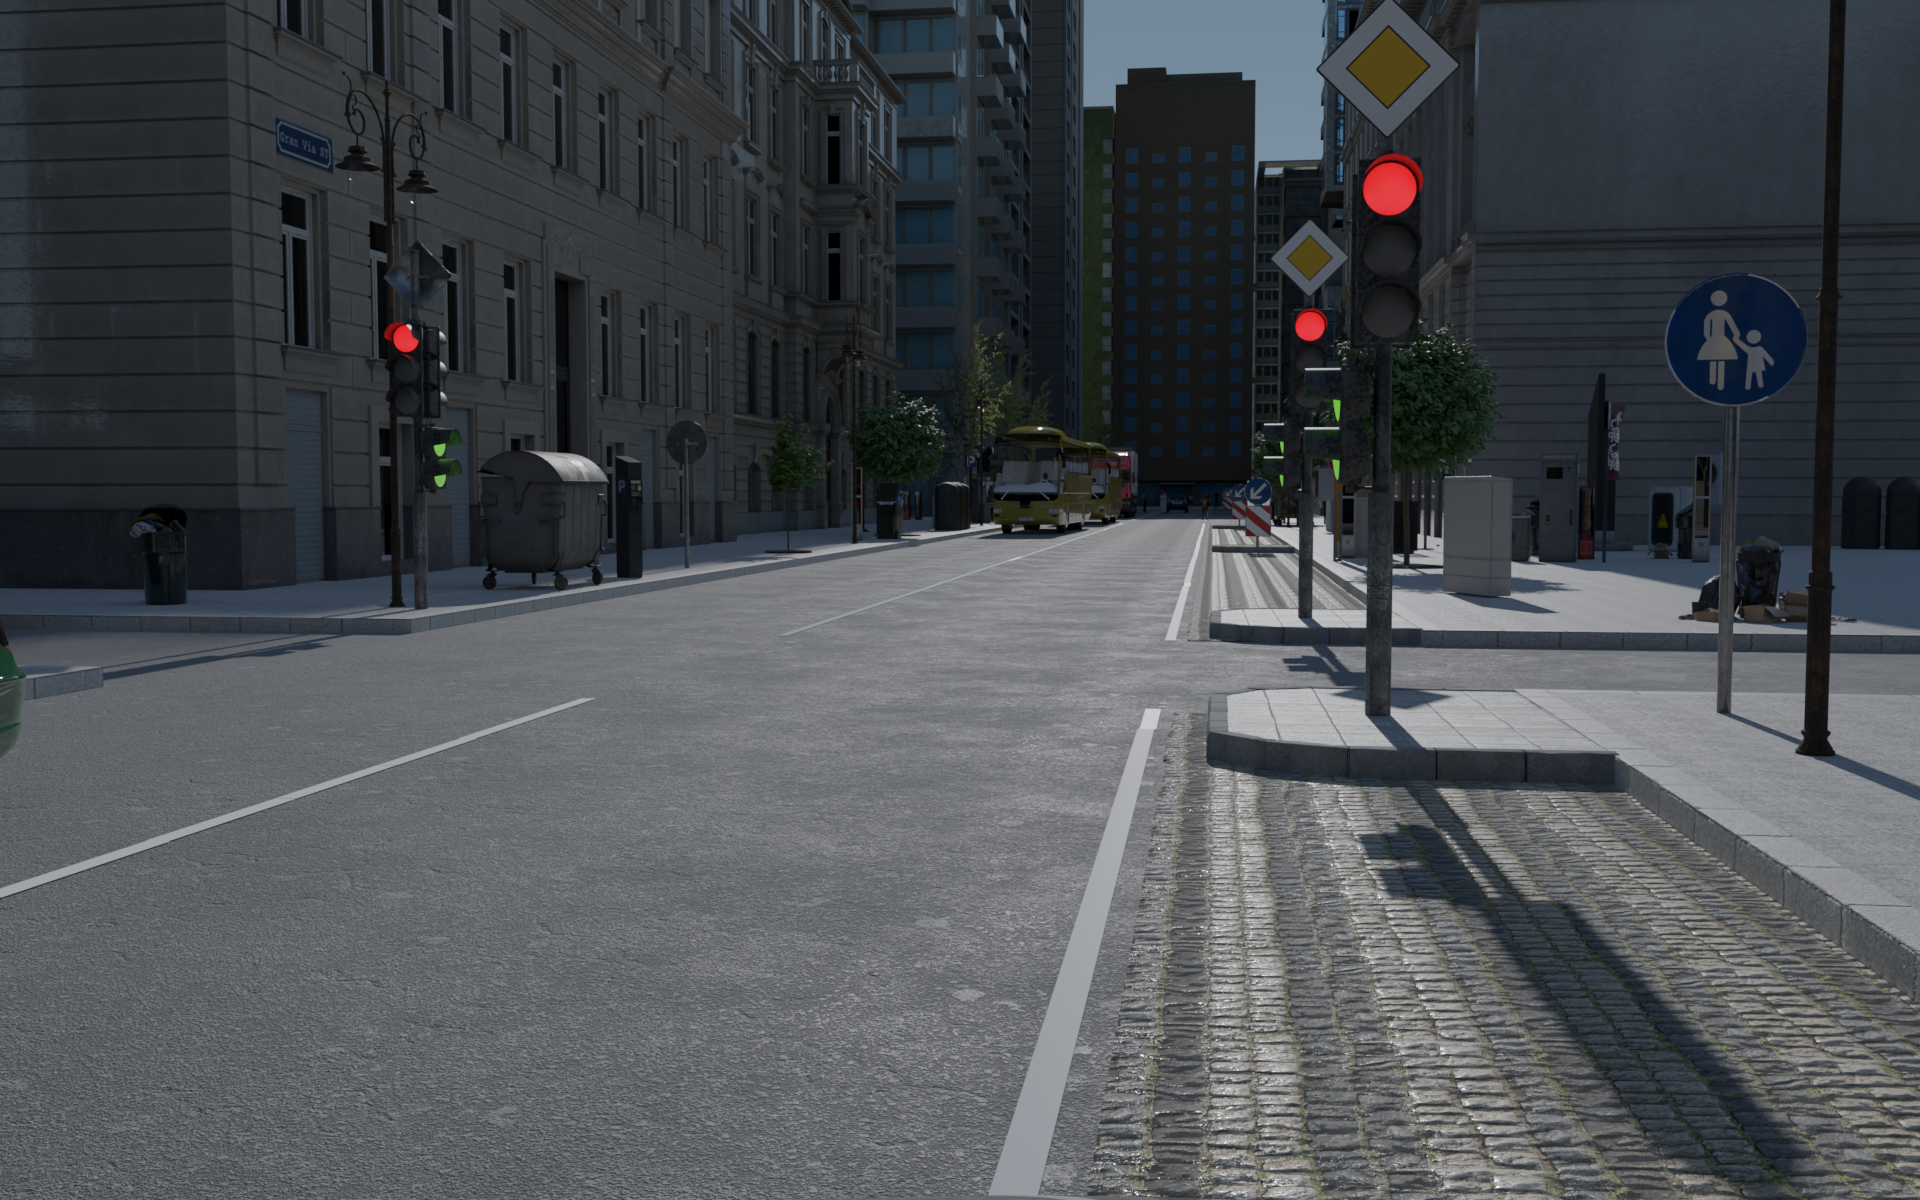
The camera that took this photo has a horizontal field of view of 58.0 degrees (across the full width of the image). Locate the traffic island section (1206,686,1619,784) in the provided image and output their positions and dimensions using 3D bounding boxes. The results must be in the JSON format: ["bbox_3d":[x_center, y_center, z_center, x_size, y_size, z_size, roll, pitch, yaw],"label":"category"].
[{"bbox_3d":[2.448,0.747,10.061,2.009,0.180,2.903,1,4,8],"label":"traffic island section"}]

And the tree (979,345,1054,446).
[{"bbox_3d":[2.544,-8.325,86.468,4.737,8.622,4.395,0,3,0],"label":"tree"}]

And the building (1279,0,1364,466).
[{"bbox_3d":[36.543,-50.067,131.262,22.319,86.520,31.000,1,4,8],"label":"building"}]

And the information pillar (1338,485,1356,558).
[{"bbox_3d":[7.728,-1.840,34.584,0.304,2.012,0.304,0,4,3],"label":"information pillar"}]

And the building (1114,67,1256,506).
[{"bbox_3d":[24.012,-32.716,185.015,14.200,45.320,14.600,1,4,8],"label":"building"}]

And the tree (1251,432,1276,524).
[{"bbox_3d":[14.097,-5.600,75.279,4.285,4.588,4.351,0,3,0],"label":"tree"}]

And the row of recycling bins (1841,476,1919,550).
[{"bbox_3d":[22.343,-2.010,39.980,3.534,1.692,1.069,1,4,23],"label":"row of recycling bins"}]

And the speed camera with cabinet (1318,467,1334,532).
[{"bbox_3d":[12.778,-3.968,59.218,0.660,3.252,2.038,2,4,27],"label":"speed camera with cabinet"}]

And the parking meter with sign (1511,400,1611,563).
[{"bbox_3d":[11.302,-2.226,32.662,1.738,3.016,0.543,2,4,25],"label":"parking meter with sign"}]

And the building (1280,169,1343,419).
[{"bbox_3d":[35.905,-23.493,155.815,14.160,30.474,14.107,1,4,8],"label":"building"}]

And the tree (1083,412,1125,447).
[{"bbox_3d":[12.795,-12.363,152.501,4.737,8.622,4.395,0,3,0],"label":"tree"}]

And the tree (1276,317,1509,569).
[{"bbox_3d":[7.822,-2.848,30.272,4.285,4.588,4.351,0,3,0],"label":"tree"}]

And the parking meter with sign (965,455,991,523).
[{"bbox_3d":[0.837,-4.947,77.139,0.543,3.016,1.738,-2,4,-26],"label":"parking meter with sign"}]

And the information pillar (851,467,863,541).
[{"bbox_3d":[-2.842,-2.647,47.775,0.304,2.012,0.304,0,4,-2],"label":"information pillar"}]

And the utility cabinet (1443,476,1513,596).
[{"bbox_3d":[6.550,-0.809,21.914,0.318,1.500,1.173,-1,4,-13],"label":"utility cabinet"}]

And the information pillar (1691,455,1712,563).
[{"bbox_3d":[13.923,-1.714,32.514,0.304,2.012,0.304,1,4,20],"label":"information pillar"}]

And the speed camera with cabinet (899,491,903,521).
[{"bbox_3d":[-3.642,-5.457,83.557,2.038,3.252,0.660,3,5,43],"label":"speed camera with cabinet"}]

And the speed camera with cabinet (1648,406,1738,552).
[{"bbox_3d":[16.217,-2.692,38.351,0.660,3.252,2.038,-1,4,-22],"label":"speed camera with cabinet"}]

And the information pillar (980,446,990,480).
[{"bbox_3d":[1.236,-5.658,83.870,0.504,3.616,0.183,1,4,17],"label":"information pillar"}]

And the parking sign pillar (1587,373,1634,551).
[{"bbox_3d":[14.584,-3.113,39.371,1.447,3.967,1.447,1,4,11],"label":"parking sign pillar"}]

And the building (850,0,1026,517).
[{"bbox_3d":[-7.717,-30.005,110.192,23.786,49.044,30.456,1,4,8],"label":"building"}]

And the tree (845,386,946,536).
[{"bbox_3d":[-1.909,-4.239,53.017,4.285,4.588,4.351,0,3,0],"label":"tree"}]

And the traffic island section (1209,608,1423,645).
[{"bbox_3d":[3.601,0.264,17.963,2.009,0.180,2.903,1,4,8],"label":"traffic island section"}]

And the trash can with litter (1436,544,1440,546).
[{"bbox_3d":[12.506,-1.915,42.365,1.678,1.210,2.233,0,4,7],"label":"trash can with litter"}]

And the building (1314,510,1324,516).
[{"bbox_3d":[38.010,-25.244,104.617,32.217,40.220,23.993,1,4,8],"label":"building"}]

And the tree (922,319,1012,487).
[{"bbox_3d":[0.182,-7.530,73.476,4.360,8.622,3.978,0,3,0],"label":"tree"}]

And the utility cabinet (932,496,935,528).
[{"bbox_3d":[-0.532,-3.359,66.075,1.020,1.237,0.306,1,4,22],"label":"utility cabinet"}]

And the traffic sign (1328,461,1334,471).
[{"bbox_3d":[9.929,-2.742,44.942,0.768,2.556,0.104,1,4,14],"label":"traffic sign"}]

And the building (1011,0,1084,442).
[{"bbox_3d":[0.263,-43.932,156.545,20.611,71.187,20.563,1,4,8],"label":"building"}]

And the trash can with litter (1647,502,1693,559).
[{"bbox_3d":[14.186,-1.398,34.239,1.055,1.170,0.624,1,4,14],"label":"trash can with litter"}]

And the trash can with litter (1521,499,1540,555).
[{"bbox_3d":[12.280,-1.533,36.452,0.624,1.170,1.055,3,4,38],"label":"trash can with litter"}]

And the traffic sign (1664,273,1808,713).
[{"bbox_3d":[4.483,-0.611,10.089,0.768,2.556,0.104,1,4,14],"label":"traffic sign"}]

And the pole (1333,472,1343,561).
[{"bbox_3d":[7.213,-2.395,32.995,0.158,3.312,0.155,0,3,0],"label":"pole"}]

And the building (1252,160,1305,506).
[{"bbox_3d":[44.067,-30.488,190.359,23.993,40.220,32.217,1,4,8],"label":"building"}]

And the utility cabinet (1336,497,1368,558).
[{"bbox_3d":[8.086,-1.452,34.895,1.020,1.237,0.306,0,4,7],"label":"utility cabinet"}]

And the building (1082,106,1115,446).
[{"bbox_3d":[9.964,-30.778,186.812,14.086,41.232,14.154,1,4,8],"label":"building"}]

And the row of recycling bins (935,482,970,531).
[{"bbox_3d":[-0.218,-3.389,62.521,1.069,1.692,3.534,1,4,9],"label":"row of recycling bins"}]

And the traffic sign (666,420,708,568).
[{"bbox_3d":[-4.731,-1.826,29.954,0.768,2.556,0.104,1,4,14],"label":"traffic sign"}]

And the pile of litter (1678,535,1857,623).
[{"bbox_3d":[8.233,-0.222,17.597,1.719,0.858,1.176,1,4,22],"label":"pile of litter"}]

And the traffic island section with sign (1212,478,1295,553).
[{"bbox_3d":[7.233,-2.089,42.778,1.989,1.847,2.006,1,4,8],"label":"traffic island section with sign"}]

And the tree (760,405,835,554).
[{"bbox_3d":[-3.759,-2.626,37.542,1.663,3.219,1.824,0,3,0],"label":"tree"}]

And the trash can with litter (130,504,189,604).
[{"bbox_3d":[-9.393,-0.547,20.338,0.624,1.170,1.055,-2,4,-25],"label":"trash can with litter"}]

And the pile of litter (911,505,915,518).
[{"bbox_3d":[-2.498,-4.751,91.642,1.176,0.858,1.719,2,4,31],"label":"pile of litter"}]
